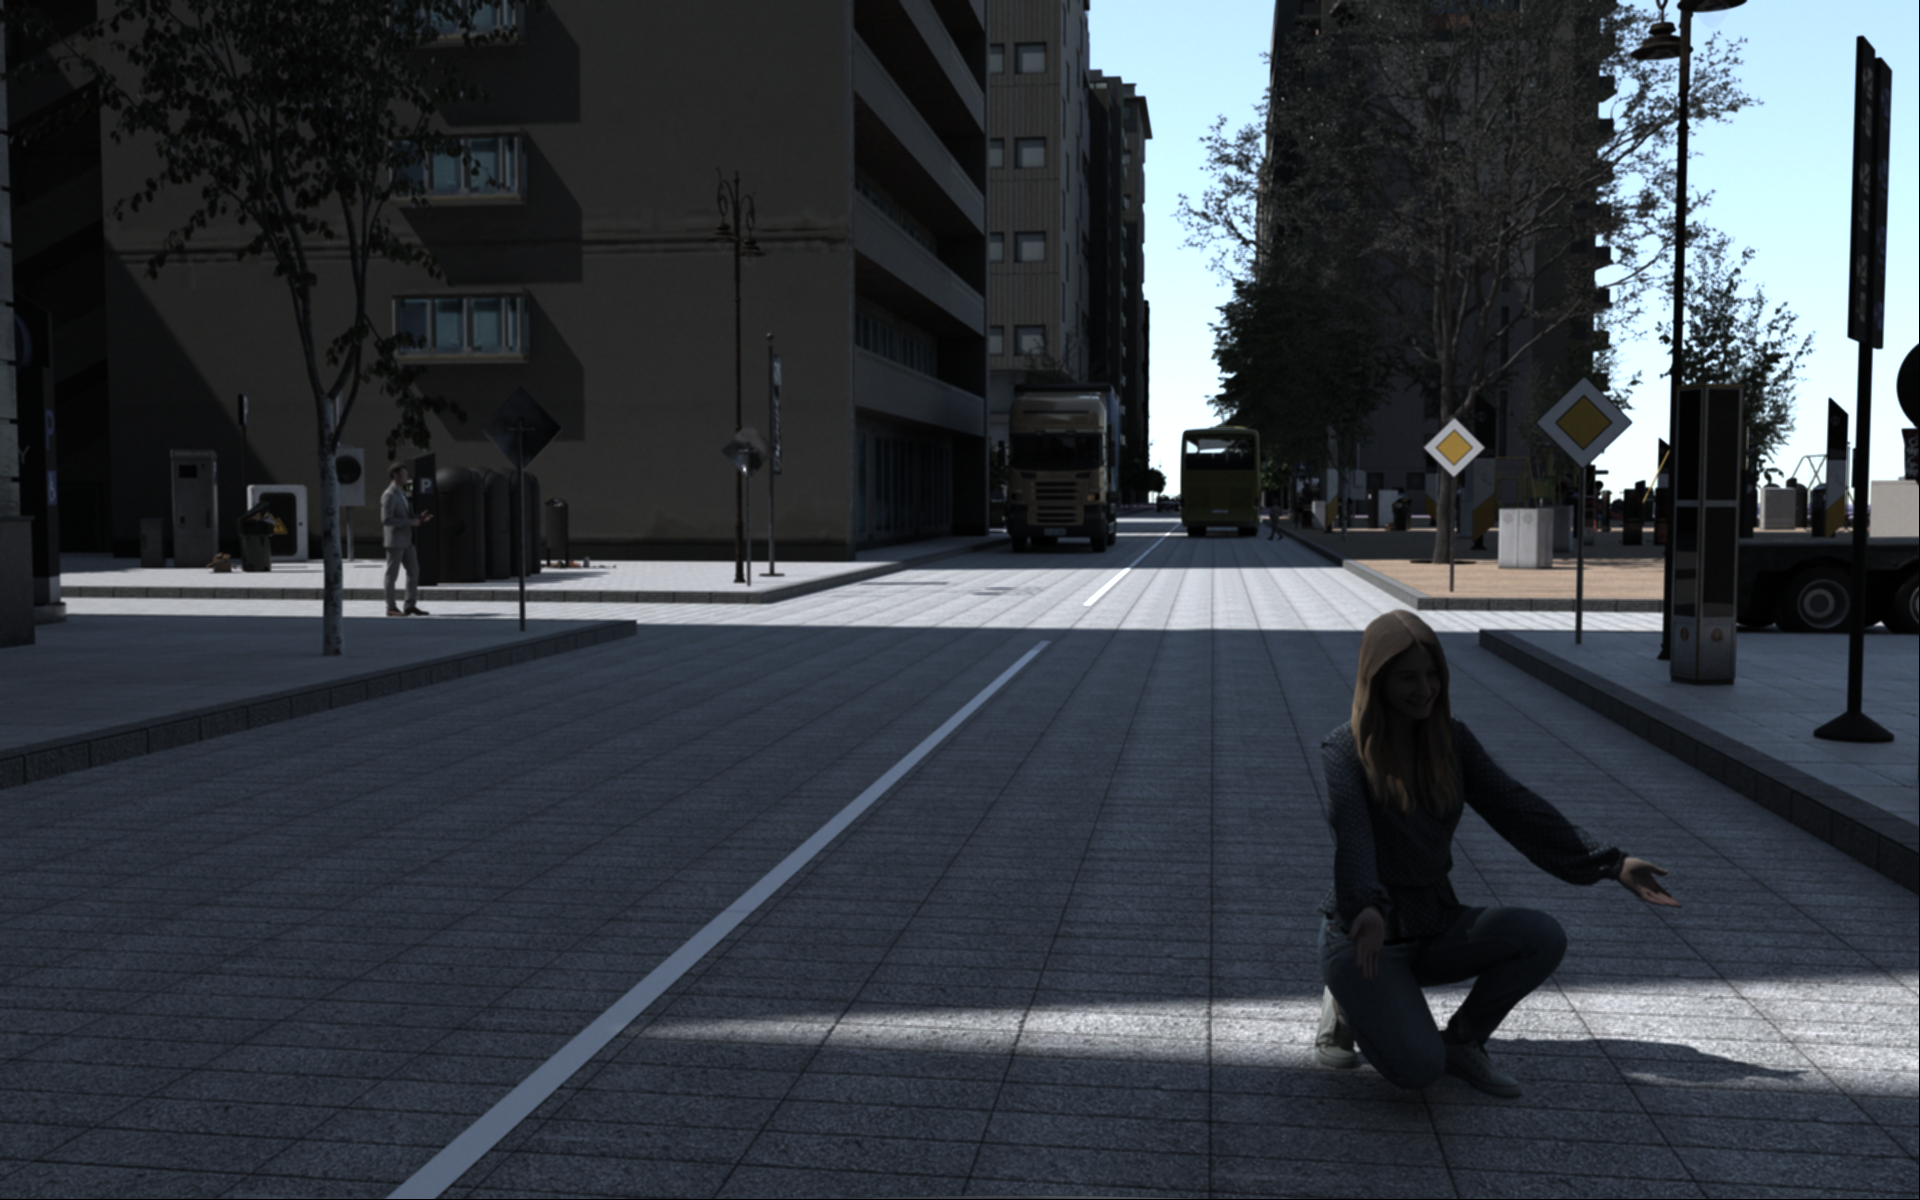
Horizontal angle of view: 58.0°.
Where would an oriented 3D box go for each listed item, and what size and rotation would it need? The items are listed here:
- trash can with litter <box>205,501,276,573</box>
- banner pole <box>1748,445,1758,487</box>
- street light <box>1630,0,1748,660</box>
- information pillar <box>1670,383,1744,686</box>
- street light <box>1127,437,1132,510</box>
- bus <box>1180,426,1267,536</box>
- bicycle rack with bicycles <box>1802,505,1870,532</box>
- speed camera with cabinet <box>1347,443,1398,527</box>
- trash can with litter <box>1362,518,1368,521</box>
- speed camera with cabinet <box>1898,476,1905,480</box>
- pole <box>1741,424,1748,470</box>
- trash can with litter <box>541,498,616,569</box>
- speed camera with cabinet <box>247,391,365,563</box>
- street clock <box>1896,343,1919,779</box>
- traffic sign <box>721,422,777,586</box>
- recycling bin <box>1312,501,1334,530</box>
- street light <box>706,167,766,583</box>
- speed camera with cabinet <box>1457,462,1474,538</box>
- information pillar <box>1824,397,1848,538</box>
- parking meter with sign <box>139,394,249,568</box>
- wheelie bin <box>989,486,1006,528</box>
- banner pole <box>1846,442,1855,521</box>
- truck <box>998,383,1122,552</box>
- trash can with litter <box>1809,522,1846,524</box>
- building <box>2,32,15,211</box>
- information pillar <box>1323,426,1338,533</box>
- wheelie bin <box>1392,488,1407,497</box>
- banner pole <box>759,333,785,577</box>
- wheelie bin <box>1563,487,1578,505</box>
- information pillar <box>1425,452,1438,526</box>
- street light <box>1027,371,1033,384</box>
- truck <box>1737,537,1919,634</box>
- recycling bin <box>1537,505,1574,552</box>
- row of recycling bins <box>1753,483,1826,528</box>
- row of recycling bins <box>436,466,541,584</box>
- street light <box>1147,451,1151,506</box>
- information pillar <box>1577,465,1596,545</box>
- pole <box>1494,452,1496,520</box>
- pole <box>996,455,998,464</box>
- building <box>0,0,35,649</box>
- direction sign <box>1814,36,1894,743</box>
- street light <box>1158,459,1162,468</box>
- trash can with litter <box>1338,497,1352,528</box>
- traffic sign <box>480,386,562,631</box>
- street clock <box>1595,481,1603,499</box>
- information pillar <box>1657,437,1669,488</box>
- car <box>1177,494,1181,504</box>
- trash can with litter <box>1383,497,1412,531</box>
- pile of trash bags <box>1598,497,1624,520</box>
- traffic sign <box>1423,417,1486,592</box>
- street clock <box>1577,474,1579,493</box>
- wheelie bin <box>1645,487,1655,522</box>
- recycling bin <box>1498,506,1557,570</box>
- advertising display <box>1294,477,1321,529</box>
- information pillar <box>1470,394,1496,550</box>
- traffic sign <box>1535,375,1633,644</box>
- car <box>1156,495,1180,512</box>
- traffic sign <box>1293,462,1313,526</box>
[{"bbox_3d":[-11.796,-1.040,28.394,1.055,1.170,0.624,-2,4,-29],"label":"trash can with litter"},{"bbox_3d":[35.384,-5.363,77.698,0.401,3.779,0.863,-2,4,-33],"label":"banner pole"},{"bbox_3d":[5.511,-2.476,13.268,0.468,5.910,1.993,1,4,8],"label":"street light"},{"bbox_3d":[5.043,-0.441,11.709,0.304,2.012,0.304,-1,4,-13],"label":"information pillar"},{"bbox_3d":[13.750,-10.279,140.847,0.468,5.910,1.993,1,4,8],"label":"street light"},{"bbox_3d":[9.469,-4.303,61.897,2.896,3.916,12.252,1,4,10],"label":"bus"},{"bbox_3d":[30.363,-2.752,58.378,2.852,0.926,2.925,-1,4,-13],"label":"bicycle rack with bicycles"},{"bbox_3d":[16.063,-4.483,67.635,2.038,3.252,0.660,-1,4,-14],"label":"speed camera with cabinet"},{"bbox_3d":[20.082,-4.405,83.072,2.233,1.210,1.678,-2,4,-25],"label":"trash can with litter"},{"bbox_3d":[47.745,-5.666,86.973,2.038,3.252,0.660,-3,5,-43],"label":"speed camera with cabinet"},{"bbox_3d":[22.930,-3.476,50.671,0.158,3.312,0.155,0,3,0],"label":"pole"},{"bbox_3d":[-7.251,-1.187,30.464,2.233,1.210,1.678,3,4,38],"label":"trash can with litter"},{"bbox_3d":[-12.361,-2.348,32.727,2.038,3.252,0.660,-2,4,-32],"label":"speed camera with cabinet"},{"bbox_3d":[4.401,-0.188,7.642,0.471,2.002,0.358,0,4,6],"label":"street clock"},{"bbox_3d":[-2.939,-1.249,24.069,0.795,2.450,0.064,1,4,8],"label":"traffic sign"},{"bbox_3d":[13.077,-3.051,62.430,0.722,1.027,0.722,0,4,7],"label":"recycling bin"},{"bbox_3d":[-3.192,-3.189,24.922,0.468,5.910,1.993,1,4,8],"label":"street light"},{"bbox_3d":[14.772,-3.409,50.077,0.660,3.252,2.038,1,4,11],"label":"speed camera with cabinet"},{"bbox_3d":[21.262,-3.100,42.044,0.504,3.616,0.183,0,4,-4],"label":"information pillar"},{"bbox_3d":[-13.318,-2.071,30.118,1.738,3.016,0.543,-1,4,-14],"label":"parking meter with sign"},{"bbox_3d":[1.262,-3.562,66.143,0.980,1.594,0.693,-1,4,-21],"label":"wheelie bin"},{"bbox_3d":[42.771,-5.682,82.923,0.863,3.779,0.401,1,4,23],"label":"banner pole"},{"bbox_3d":[2.884,-3.503,46.196,2.839,4.237,11.283,0,4,7],"label":"truck"},{"bbox_3d":[36.700,-3.783,72.910,2.233,1.210,1.678,-1,4,-11],"label":"trash can with litter"},{"bbox_3d":[-39.057,-12.123,43.258,28.899,21.520,27.650,1,4,8],"label":"building"},{"bbox_3d":[12.225,-4.014,56.980,0.504,3.616,0.183,-2,4,-33],"label":"information pillar"},{"bbox_3d":[21.563,-4.730,85.248,0.693,1.594,0.980,-3,5,-45],"label":"wheelie bin"},{"bbox_3d":[-2.911,-2.277,27.251,0.401,3.779,0.863,1,4,9],"label":"banner pole"},{"bbox_3d":[27.231,-4.225,76.981,0.693,1.594,0.980,-3,4,-38],"label":"wheelie bin"},{"bbox_3d":[18.895,-4.768,69.307,0.504,3.616,0.183,3,4,38],"label":"information pillar"},{"bbox_3d":[2.625,-5.669,65.470,0.468,5.910,1.993,1,4,8],"label":"street light"},{"bbox_3d":[16.830,-1.631,16.419,18.799,4.110,2.967,0,4,8],"label":"truck"},{"bbox_3d":[13.218,-1.586,38.484,0.722,1.027,0.722,2,4,24],"label":"recycling bin"},{"bbox_3d":[31.633,-3.627,66.410,3.534,1.692,1.069,2,4,33],"label":"row of recycling bins"},{"bbox_3d":[-7.207,-1.183,26.462,1.069,1.692,3.534,0,4,3],"label":"row of recycling bins"},{"bbox_3d":[19.929,-12.862,183.075,0.468,5.910,1.993,1,4,8],"label":"street light"},{"bbox_3d":[15.698,-2.380,43.398,0.304,2.012,0.304,-1,4,-9],"label":"information pillar"},{"bbox_3d":[26.169,-5.571,84.931,0.158,3.312,0.155,0,3,0],"label":"pole"},{"bbox_3d":[1.808,-5.469,83.263,0.158,3.312,0.155,0,3,0],"label":"pole"},{"bbox_3d":[-20.708,-13.020,10.146,25.104,27.353,12.463,1,4,8],"label":"building"},{"bbox_3d":[4.701,-1.040,9.006,0.379,3.537,0.876,3,4,36],"label":"direction sign"},{"bbox_3d":[25.900,-15.377,224.207,0.468,5.910,1.993,1,4,8],"label":"street light"},{"bbox_3d":[14.643,-3.347,66.105,0.624,1.170,1.055,1,4,13],"label":"trash can with litter"},{"bbox_3d":[-4.095,-0.766,16.168,0.795,2.450,0.064,1,4,8],"label":"traffic sign"},{"bbox_3d":[34.340,-5.421,93.209,0.471,2.002,0.358,0,4,1],"label":"street clock"},{"bbox_3d":[28.731,-4.855,70.740,0.504,3.616,0.183,2,4,26],"label":"information pillar"},{"bbox_3d":[27.681,-12.553,215.469,2.015,1.641,3.980,0,4,8],"label":"car"},{"bbox_3d":[15.169,-2.997,60.383,0.624,1.170,1.055,-2,4,-26],"label":"trash can with litter"},{"bbox_3d":[32.017,-4.738,87.222,3.447,1.369,1.912,1,4,18],"label":"pile of trash bags"},{"bbox_3d":[6.453,-1.164,22.679,0.795,2.450,0.064,1,4,8],"label":"traffic sign"},{"bbox_3d":[22.133,-3.491,61.652,0.358,2.002,0.471,0,4,4],"label":"street clock"},{"bbox_3d":[31.701,-4.422,80.206,0.980,1.594,0.693,0,4,-1],"label":"wheelie bin"},{"bbox_3d":[9.751,-1.058,29.846,0.722,1.027,0.722,3,4,38],"label":"recycling bin"},{"bbox_3d":[12.940,-3.627,64.513,0.974,1.923,0.123,-1,4,-10],"label":"advertising display"},{"bbox_3d":[12.052,-2.967,39.863,0.504,3.616,0.183,0,4,7],"label":"information pillar"},{"bbox_3d":[5.296,-0.681,14.778,0.795,2.450,0.064,1,4,8],"label":"traffic sign"},{"bbox_3d":[16.693,-7.728,138.935,1.945,1.354,3.894,1,4,9],"label":"car"},{"bbox_3d":[13.575,-4.189,68.592,0.768,2.556,0.104,1,4,15],"label":"traffic sign"}]
